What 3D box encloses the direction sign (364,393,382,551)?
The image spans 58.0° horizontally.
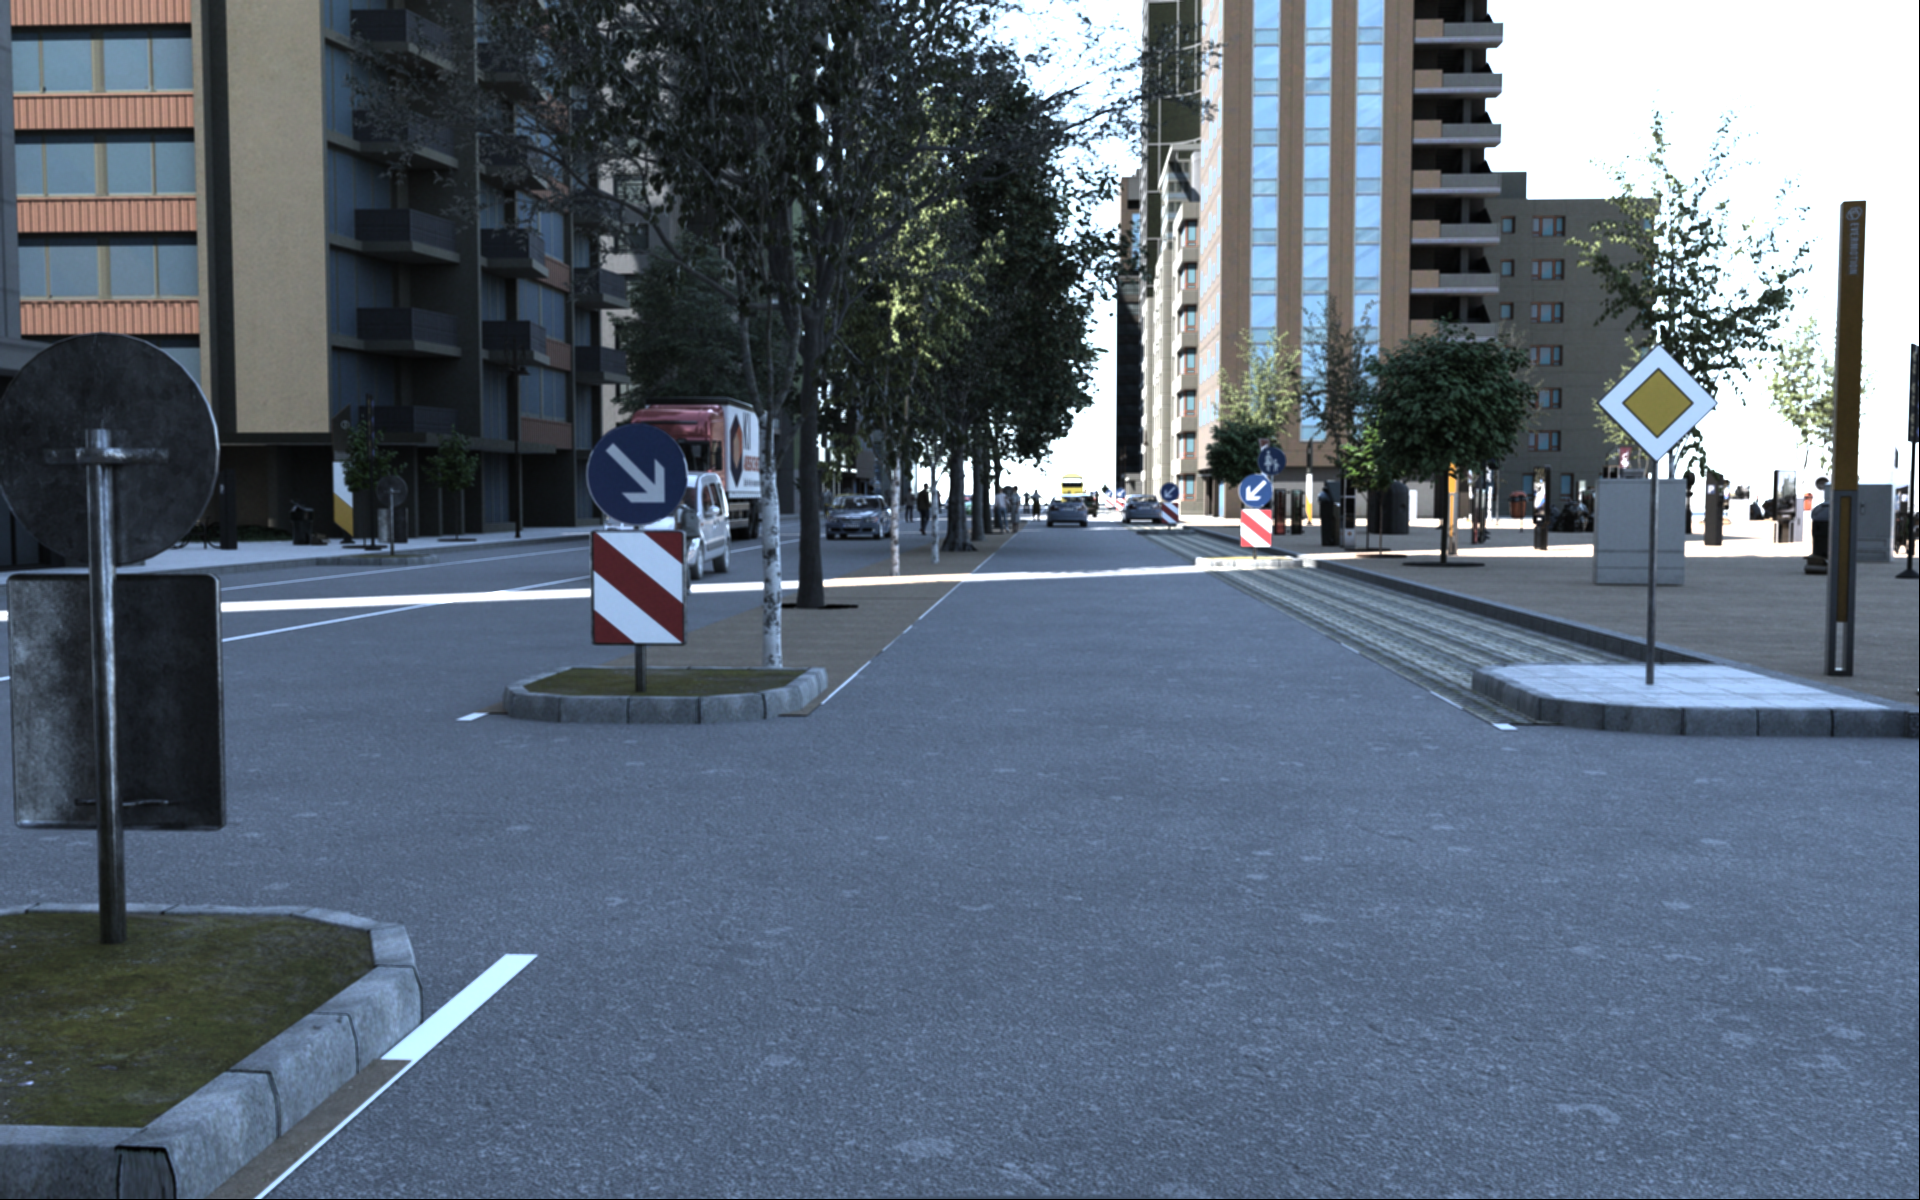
[{"bbox_3d":[-13.399,-2.901,39.429,0.379,3.537,0.876,-1,4,-10],"label":"direction sign"}]

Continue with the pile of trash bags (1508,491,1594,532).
[{"bbox_3d":[20.154,-2.987,58.583,3.447,1.369,1.912,-1,4,-13],"label":"pile of trash bags"}]

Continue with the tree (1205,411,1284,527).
[{"bbox_3d":[11.134,-5.170,68.251,4.285,4.588,4.351,0,3,0],"label":"tree"}]

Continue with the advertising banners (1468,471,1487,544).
[{"bbox_3d":[13.198,-2.940,44.265,0.090,3.025,2.074,2,4,29],"label":"advertising banners"}]

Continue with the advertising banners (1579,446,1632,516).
[{"bbox_3d":[23.710,-4.123,63.591,2.074,3.025,0.090,-1,4,-10],"label":"advertising banners"}]

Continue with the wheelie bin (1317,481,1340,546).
[{"bbox_3d":[9.259,-2.133,42.777,0.980,1.594,0.693,-1,4,-23],"label":"wheelie bin"}]

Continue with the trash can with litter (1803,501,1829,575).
[{"bbox_3d":[13.972,-1.008,27.861,0.624,1.170,1.055,3,4,38],"label":"trash can with litter"}]

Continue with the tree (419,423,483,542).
[{"bbox_3d":[-13.874,-3.216,47.182,1.663,3.219,1.824,0,3,0],"label":"tree"}]

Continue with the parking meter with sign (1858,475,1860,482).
[{"bbox_3d":[32.225,-4.058,62.606,0.543,3.016,1.738,3,5,43],"label":"parking meter with sign"}]

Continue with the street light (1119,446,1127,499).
[{"bbox_3d":[15.953,-12.139,171.256,0.468,5.910,1.993,0,4,3],"label":"street light"}]

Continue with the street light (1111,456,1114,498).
[{"bbox_3d":[18.321,-14.411,208.404,0.468,5.910,1.993,0,4,3],"label":"street light"}]

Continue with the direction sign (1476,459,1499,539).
[{"bbox_3d":[15.023,-3.523,49.598,0.379,3.537,0.876,-2,4,-29],"label":"direction sign"}]

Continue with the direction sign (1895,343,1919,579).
[{"bbox_3d":[14.484,-2.099,26.316,0.379,3.537,0.876,3,4,39],"label":"direction sign"}]

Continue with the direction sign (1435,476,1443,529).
[{"bbox_3d":[17.618,-4.365,63.372,0.876,3.537,0.379,0,4,3],"label":"direction sign"}]

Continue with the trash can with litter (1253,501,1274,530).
[{"bbox_3d":[8.604,-2.322,49.354,0.624,1.170,1.055,0,4,5],"label":"trash can with litter"}]

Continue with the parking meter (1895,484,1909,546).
[{"bbox_3d":[23.327,-2.116,43.007,0.372,1.533,0.369,0,3,0],"label":"parking meter"}]

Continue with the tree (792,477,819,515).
[{"bbox_3d":[-9.694,-6.961,108.419,1.663,3.219,1.824,0,3,0],"label":"tree"}]

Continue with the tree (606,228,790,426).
[{"bbox_3d":[-12.262,-10.785,82.986,9.857,13.997,8.962,0,3,0],"label":"tree"}]

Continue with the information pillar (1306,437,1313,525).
[{"bbox_3d":[14.502,-4.925,71.882,0.183,3.616,0.504,0,4,-6],"label":"information pillar"}]

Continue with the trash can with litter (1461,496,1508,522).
[{"bbox_3d":[24.275,-4.239,80.361,2.233,1.210,1.678,2,4,24],"label":"trash can with litter"}]

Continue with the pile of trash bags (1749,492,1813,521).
[{"bbox_3d":[39.884,-4.537,83.932,3.447,1.369,1.912,-1,4,-17],"label":"pile of trash bags"}]

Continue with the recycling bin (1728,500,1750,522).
[{"bbox_3d":[35.498,-4.062,78.963,0.722,1.027,0.722,0,4,-1],"label":"recycling bin"}]

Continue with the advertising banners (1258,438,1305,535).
[{"bbox_3d":[10.082,-3.562,54.419,2.074,3.025,0.090,-2,4,-35],"label":"advertising banners"}]

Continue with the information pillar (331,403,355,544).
[{"bbox_3d":[-15.926,-3.263,44.701,0.504,3.616,0.183,-3,4,-39],"label":"information pillar"}]

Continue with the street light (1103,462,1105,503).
[{"bbox_3d":[20.447,-16.684,245.565,0.468,5.910,1.993,0,4,3],"label":"street light"}]

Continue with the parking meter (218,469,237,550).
[{"bbox_3d":[-16.936,-2.101,40.055,0.399,1.863,0.255,3,5,42],"label":"parking meter"}]

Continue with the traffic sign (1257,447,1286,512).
[{"bbox_3d":[8.425,-2.861,46.880,0.768,2.556,0.104,0,4,5],"label":"traffic sign"}]

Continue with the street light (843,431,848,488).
[{"bbox_3d":[-8.395,-9.448,127.261,0.468,5.910,1.993,0,4,3],"label":"street light"}]

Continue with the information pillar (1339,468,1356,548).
[{"bbox_3d":[9.268,-2.255,41.369,0.304,2.012,0.304,0,4,-7],"label":"information pillar"}]

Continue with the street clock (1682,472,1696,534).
[{"bbox_3d":[23.508,-3.139,55.891,0.358,2.002,0.471,0,4,-5],"label":"street clock"}]

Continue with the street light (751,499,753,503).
[{"bbox_3d":[-10.747,-7.133,89.410,0.468,5.910,1.993,0,4,3],"label":"street light"}]

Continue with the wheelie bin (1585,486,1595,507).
[{"bbox_3d":[24.421,-3.597,66.723,0.693,1.594,0.980,-2,4,-24],"label":"wheelie bin"}]

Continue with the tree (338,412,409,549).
[{"bbox_3d":[-14.216,-2.842,41.071,1.663,3.219,1.824,0,3,0],"label":"tree"}]

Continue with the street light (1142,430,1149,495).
[{"bbox_3d":[13.406,-9.319,125.158,0.468,5.910,1.993,0,4,3],"label":"street light"}]

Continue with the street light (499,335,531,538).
[{"bbox_3d":[-12.942,-4.753,50.502,0.468,5.910,1.993,0,4,3],"label":"street light"}]

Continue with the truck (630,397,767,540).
[{"bbox_3d":[-7.818,-3.884,52.424,2.839,4.237,11.283,0,4,2],"label":"truck"}]

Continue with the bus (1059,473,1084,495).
[{"bbox_3d":[12.913,-12.739,199.833,2.896,3.916,12.252,0,4,3],"label":"bus"}]

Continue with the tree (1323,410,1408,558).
[{"bbox_3d":[8.461,-2.488,35.286,1.663,3.219,1.824,0,3,0],"label":"tree"}]

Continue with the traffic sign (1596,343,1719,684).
[{"bbox_3d":[4.653,-0.488,11.627,0.795,2.450,0.064,0,4,3],"label":"traffic sign"}]

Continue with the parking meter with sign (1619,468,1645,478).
[{"bbox_3d":[19.697,-3.346,50.964,1.738,3.016,0.543,0,4,0],"label":"parking meter with sign"}]

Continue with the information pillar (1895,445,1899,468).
[{"bbox_3d":[43.951,-5.505,81.369,0.183,3.616,0.504,1,4,11],"label":"information pillar"}]

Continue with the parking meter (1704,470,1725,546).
[{"bbox_3d":[18.622,-2.265,42.748,0.255,1.863,0.399,-2,4,-30],"label":"parking meter"}]

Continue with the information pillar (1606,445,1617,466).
[{"bbox_3d":[31.233,-5.610,83.074,0.504,3.616,0.183,-1,4,-14],"label":"information pillar"}]

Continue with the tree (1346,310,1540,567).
[{"bbox_3d":[8.637,-2.897,31.078,4.285,4.588,4.351,0,3,0],"label":"tree"}]

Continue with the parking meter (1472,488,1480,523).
[{"bbox_3d":[22.812,-4.163,76.478,0.372,1.533,0.369,0,3,0],"label":"parking meter"}]

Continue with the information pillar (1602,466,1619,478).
[{"bbox_3d":[16.877,-2.476,44.970,0.304,2.012,0.304,-1,4,-11],"label":"information pillar"}]

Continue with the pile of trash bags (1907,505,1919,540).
[{"bbox_3d":[28.174,-2.331,47.858,3.447,1.369,1.912,-1,4,-9],"label":"pile of trash bags"}]

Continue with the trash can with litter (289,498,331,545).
[{"bbox_3d":[-16.335,-1.969,43.588,1.055,1.170,0.624,1,4,17],"label":"trash can with litter"}]
